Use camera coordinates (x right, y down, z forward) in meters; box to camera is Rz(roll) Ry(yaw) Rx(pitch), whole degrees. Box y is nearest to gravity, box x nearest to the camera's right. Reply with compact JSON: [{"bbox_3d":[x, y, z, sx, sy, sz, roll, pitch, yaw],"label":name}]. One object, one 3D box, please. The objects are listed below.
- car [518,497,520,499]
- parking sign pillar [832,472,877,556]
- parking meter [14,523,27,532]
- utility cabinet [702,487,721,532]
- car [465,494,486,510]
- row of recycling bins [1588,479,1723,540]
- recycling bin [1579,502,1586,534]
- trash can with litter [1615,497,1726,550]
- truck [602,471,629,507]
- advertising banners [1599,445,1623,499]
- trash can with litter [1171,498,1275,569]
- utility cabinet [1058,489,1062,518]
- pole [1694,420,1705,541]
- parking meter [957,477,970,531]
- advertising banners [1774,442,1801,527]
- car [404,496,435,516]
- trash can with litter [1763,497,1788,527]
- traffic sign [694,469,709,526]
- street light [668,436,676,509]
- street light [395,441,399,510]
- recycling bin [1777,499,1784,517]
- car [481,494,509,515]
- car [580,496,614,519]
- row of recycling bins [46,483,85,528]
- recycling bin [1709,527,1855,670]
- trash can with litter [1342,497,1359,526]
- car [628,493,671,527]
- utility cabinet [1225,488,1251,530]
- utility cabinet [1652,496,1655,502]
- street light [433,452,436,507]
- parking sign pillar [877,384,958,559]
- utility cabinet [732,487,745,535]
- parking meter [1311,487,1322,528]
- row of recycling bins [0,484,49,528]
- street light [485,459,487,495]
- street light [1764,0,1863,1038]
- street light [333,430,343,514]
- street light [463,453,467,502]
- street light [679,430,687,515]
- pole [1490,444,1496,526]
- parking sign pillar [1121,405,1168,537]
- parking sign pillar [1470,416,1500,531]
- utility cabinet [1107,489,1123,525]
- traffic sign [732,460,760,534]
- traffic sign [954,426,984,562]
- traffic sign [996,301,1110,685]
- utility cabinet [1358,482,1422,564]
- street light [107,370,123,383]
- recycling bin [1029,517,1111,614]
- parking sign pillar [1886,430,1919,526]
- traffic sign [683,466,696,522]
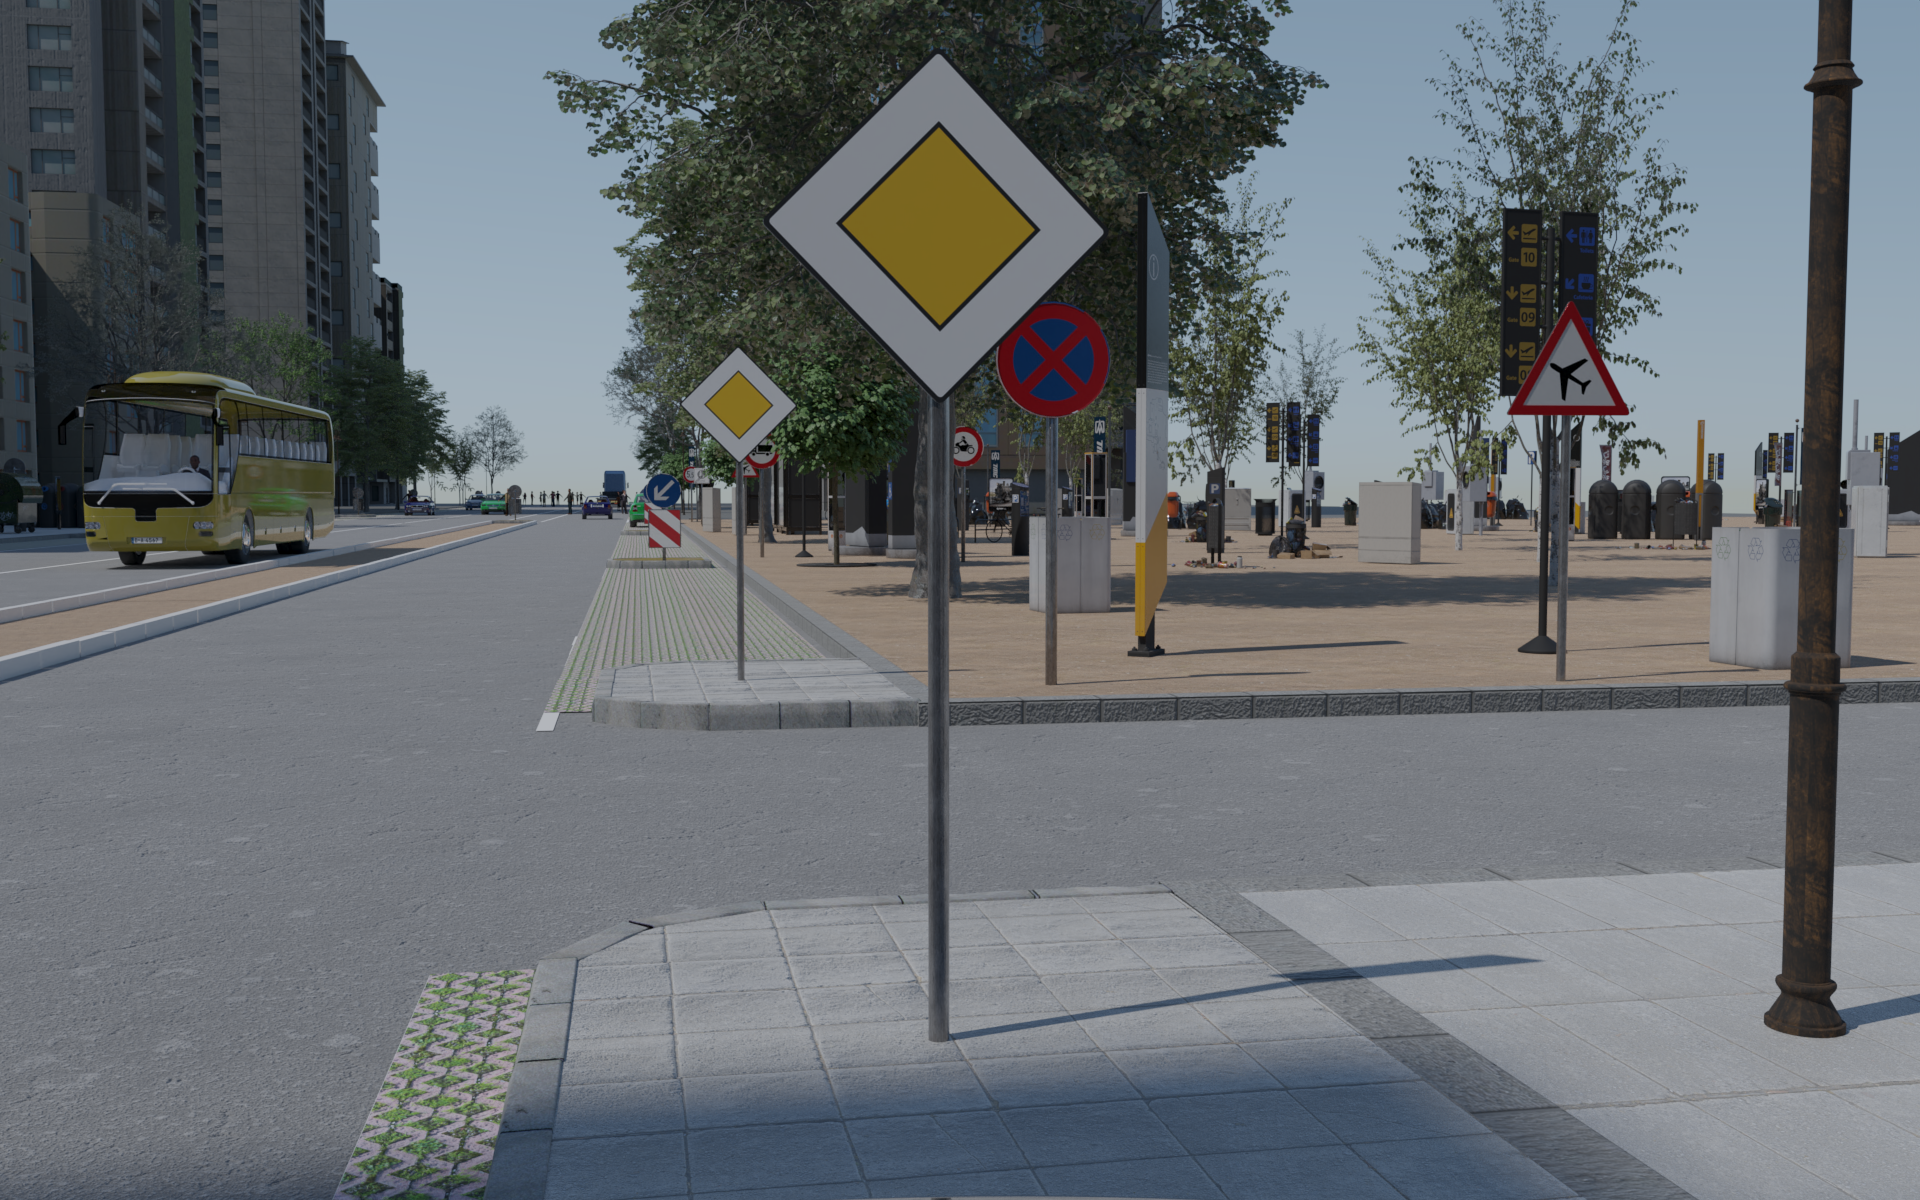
[{"bbox_3d":[-50.137,-11.266,193.233,2.155,1.783,4.494,-1,4,-11],"label":"car"},{"bbox_3d":[-1.990,-2.940,36.548,1.447,3.967,1.447,-2,4,-26],"label":"parking sign pillar"},{"bbox_3d":[-32.058,-3.097,59.040,0.372,1.533,0.369,0,3,0],"label":"parking meter"},{"bbox_3d":[-8.364,-3.042,58.417,0.318,1.500,1.173,-2,4,-25],"label":"utility cabinet"},{"bbox_3d":[-42.763,-8.659,153.577,2.014,1.417,4.499,-1,4,-9],"label":"car"},{"bbox_3d":[19.645,-2.561,48.986,3.534,1.692,1.069,1,4,18],"label":"row of recycling bins"},{"bbox_3d":[19.860,-2.668,56.169,0.722,1.027,0.722,1,4,13],"label":"recycling bin"},{"bbox_3d":[16.512,-1.795,40.409,2.233,1.210,1.678,2,4,27],"label":"trash can with litter"},{"bbox_3d":[-38.517,-12.365,191.918,2.967,4.110,18.799,-1,4,-9],"label":"truck"},{"bbox_3d":[23.561,-3.995,61.500,2.074,3.025,0.090,-1,4,-15],"label":"advertising banners"},{"bbox_3d":[4.543,-1.197,30.631,1.678,1.210,2.233,0,4,-5],"label":"trash can with litter"},{"bbox_3d":[3.826,-3.648,68.324,0.318,1.500,1.173,-1,4,-13],"label":"utility cabinet"},{"bbox_3d":[20.335,-3.288,47.608,0.158,3.312,0.155,0,3,0],"label":"pole"},{"bbox_3d":[0.120,-3.356,60.575,0.399,1.863,0.255,2,4,35],"label":"parking meter"},{"bbox_3d":[28.262,-3.842,59.011,2.074,3.025,0.090,-2,4,-34],"label":"advertising banners"},{"bbox_3d":[-36.105,-6.311,115.764,1.945,1.354,3.894,-1,4,-12],"label":"car"},{"bbox_3d":[26.572,-2.742,56.221,0.624,1.170,1.055,-1,4,-9],"label":"trash can with litter"},{"bbox_3d":[-10.232,-4.071,68.695,0.606,2.300,0.079,0,4,-5],"label":"traffic sign"},{"bbox_3d":[-22.025,-9.825,133.419,0.468,5.910,1.993,-1,4,-10],"label":"street light"},{"bbox_3d":[-45.407,-10.218,139.859,0.468,5.910,1.993,-1,4,-10],"label":"street light"},{"bbox_3d":[40.313,-4.447,85.267,0.722,1.027,0.722,3,4,37],"label":"recycling bin"},{"bbox_3d":[-32.324,-6.844,120.699,1.959,1.807,4.718,-1,4,-10],"label":"car"},{"bbox_3d":[-20.800,-5.305,99.312,1.945,1.354,3.894,-1,4,-12],"label":"car"},{"bbox_3d":[-34.302,-3.783,68.967,1.069,1.692,3.534,2,4,25],"label":"row of recycling bins"},{"bbox_3d":[6.156,-0.027,12.997,0.722,1.027,0.722,-1,4,-12],"label":"recycling bin"},{"bbox_3d":[16.015,-3.585,69.995,1.055,1.170,0.624,0,4,3],"label":"trash can with litter"},{"bbox_3d":[-13.434,-4.066,75.277,1.959,1.807,4.718,-1,4,-10],"label":"car"},{"bbox_3d":[9.590,-3.177,60.617,1.173,1.500,0.318,0,4,6],"label":"utility cabinet"},{"bbox_3d":[29.631,-3.874,74.499,0.306,1.237,1.020,2,4,29],"label":"utility cabinet"},{"bbox_3d":[-50.207,-11.785,165.471,0.468,5.910,1.993,-1,4,-10],"label":"street light"},{"bbox_3d":[-0.771,-2.830,34.746,1.447,3.967,1.447,-1,4,-13],"label":"parking sign pillar"},{"bbox_3d":[-6.911,-2.778,54.095,0.318,1.500,1.173,-1,4,-13],"label":"utility cabinet"},{"bbox_3d":[13.631,-3.536,66.227,0.372,1.533,0.369,0,3,0],"label":"parking meter"},{"bbox_3d":[-39.101,-3.923,71.254,3.534,1.692,1.069,2,4,33],"label":"row of recycling bins"},{"bbox_3d":[-60.354,-15.165,220.737,0.468,5.910,1.993,-1,4,-10],"label":"street light"},{"bbox_3d":[2.033,-1.908,3.989,0.468,5.910,1.993,-1,4,-10],"label":"street light"},{"bbox_3d":[-40.288,-8.525,112.177,0.468,5.910,1.993,-1,4,-10],"label":"street light"},{"bbox_3d":[-55.191,-13.474,193.090,0.468,5.910,1.993,-1,4,-10],"label":"street light"},{"bbox_3d":[-16.892,-8.137,105.827,0.468,5.910,1.993,-1,4,-10],"label":"street light"},{"bbox_3d":[21.629,-4.673,70.250,0.158,3.312,0.155,0,3,0],"label":"pole"},{"bbox_3d":[5.596,-3.913,52.443,1.447,3.967,1.447,0,4,0],"label":"parking sign pillar"},{"bbox_3d":[18.051,-4.390,60.242,1.447,3.967,1.447,0,4,8],"label":"parking sign pillar"},{"bbox_3d":[6.262,-3.785,70.563,0.318,1.500,1.173,2,4,30],"label":"utility cabinet"},{"bbox_3d":[-6.812,-3.366,55.045,0.884,2.594,0.081,0,4,-6],"label":"traffic sign"},{"bbox_3d":[0.061,-1.984,32.552,0.768,2.556,0.104,0,4,-4],"label":"traffic sign"},{"bbox_3d":[0.613,-0.701,11.568,0.768,2.556,0.104,0,4,-7],"label":"traffic sign"},{"bbox_3d":[7.908,-1.418,31.863,0.318,1.500,1.173,-3,5,-40],"label":"utility cabinet"},{"bbox_3d":[-31.333,-5.603,64.399,0.468,5.910,1.993,-1,4,-10],"label":"street light"},{"bbox_3d":[1.199,-0.390,18.923,0.722,1.027,0.722,-1,4,-16],"label":"recycling bin"},{"bbox_3d":[38.396,-5.014,70.453,1.447,3.967,1.447,1,4,17],"label":"parking sign pillar"},{"bbox_3d":[-12.260,-4.833,79.127,0.768,2.556,0.104,0,4,-6],"label":"traffic sign"}]
